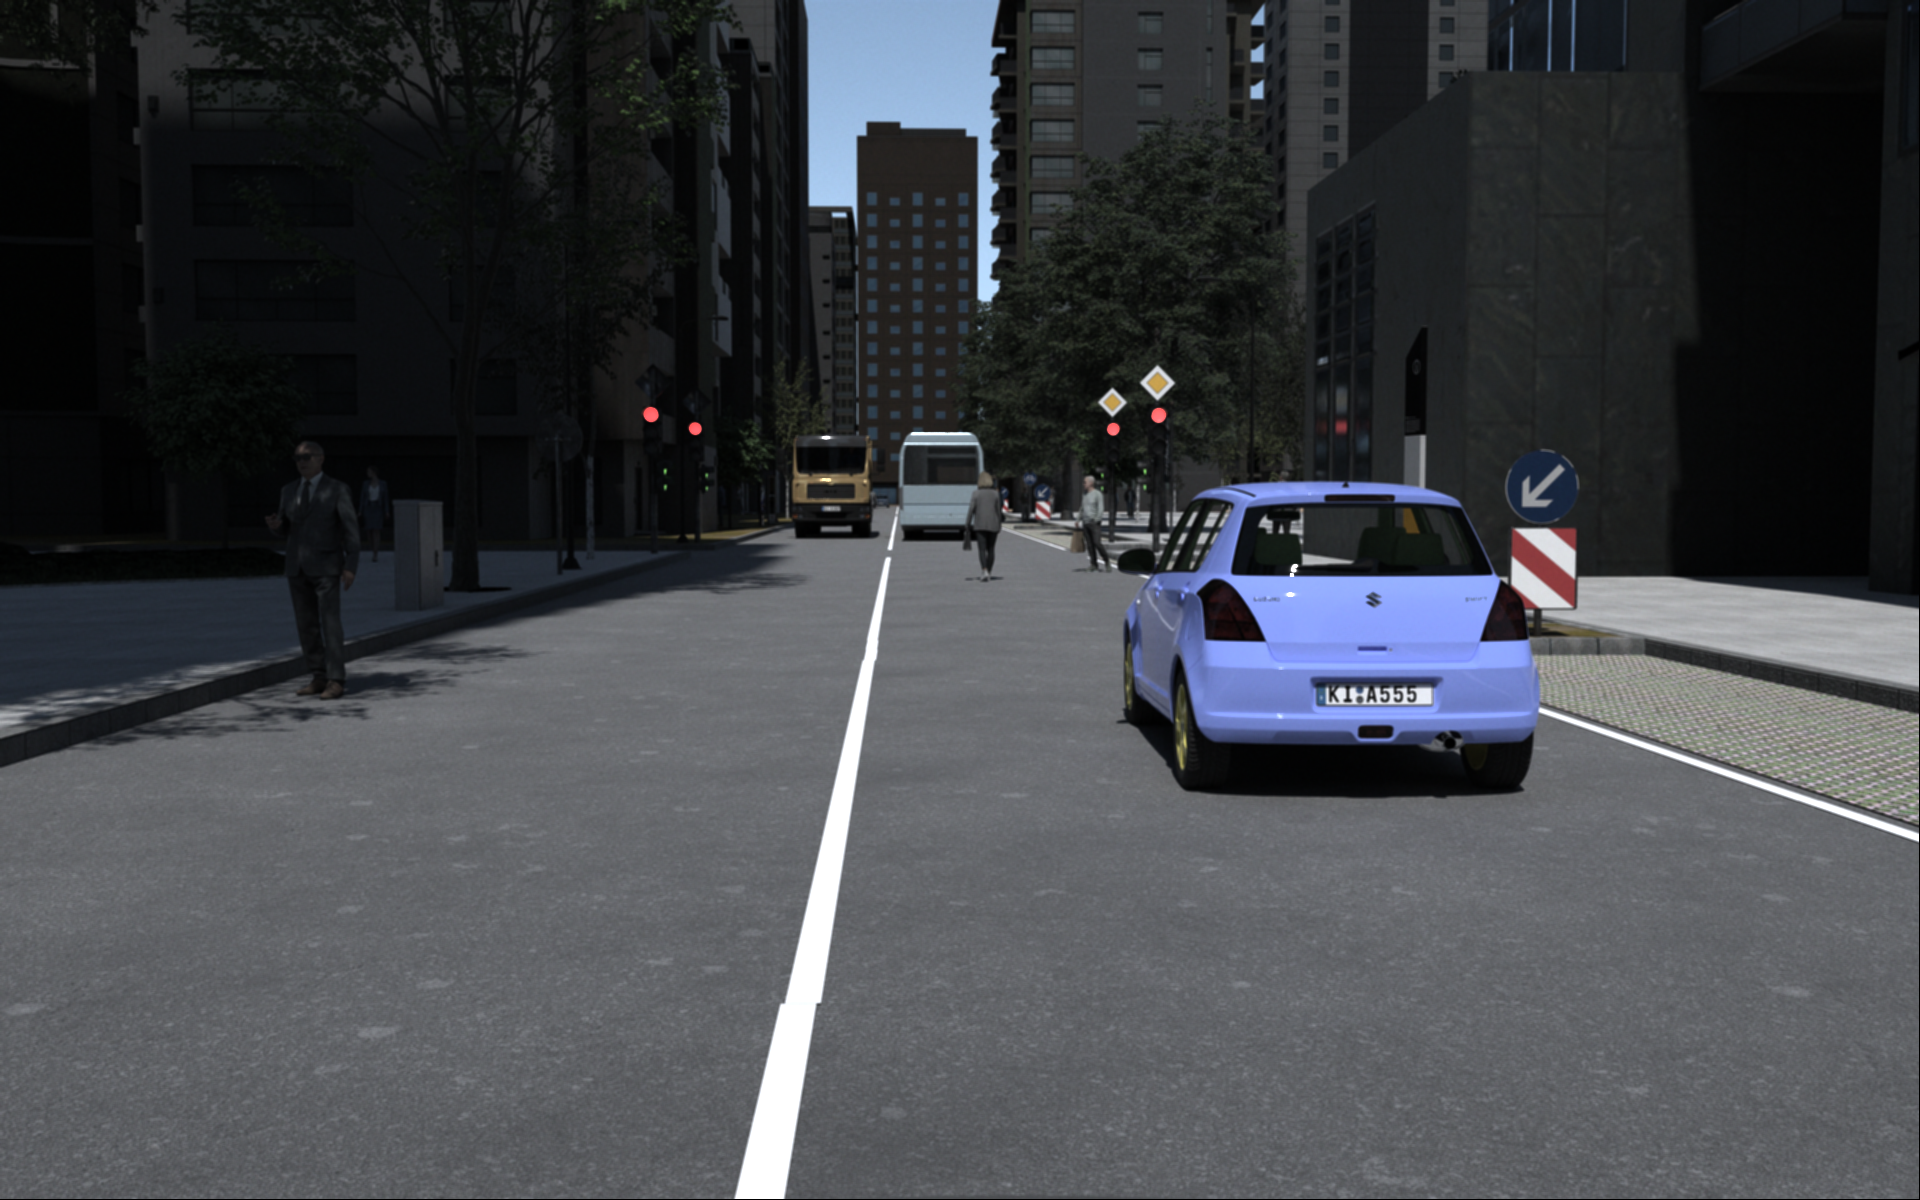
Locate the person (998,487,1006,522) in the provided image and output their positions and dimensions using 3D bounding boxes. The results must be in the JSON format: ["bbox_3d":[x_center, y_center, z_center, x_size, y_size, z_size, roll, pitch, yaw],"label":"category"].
[{"bbox_3d":[2.093,-4.793,87.204,0.444,1.785,0.601,1,4,18],"label":"person"}]

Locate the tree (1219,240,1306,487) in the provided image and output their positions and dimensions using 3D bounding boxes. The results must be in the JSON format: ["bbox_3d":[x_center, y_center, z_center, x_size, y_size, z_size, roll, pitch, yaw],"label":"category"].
[{"bbox_3d":[9.564,-6.009,48.610,4.360,8.622,3.978,0,3,0],"label":"tree"}]

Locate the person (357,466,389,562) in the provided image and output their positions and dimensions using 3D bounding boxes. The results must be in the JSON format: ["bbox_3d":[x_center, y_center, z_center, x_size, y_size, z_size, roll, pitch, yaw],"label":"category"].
[{"bbox_3d":[-11.128,-1.645,32.957,0.581,1.822,0.654,0,4,2],"label":"person"}]

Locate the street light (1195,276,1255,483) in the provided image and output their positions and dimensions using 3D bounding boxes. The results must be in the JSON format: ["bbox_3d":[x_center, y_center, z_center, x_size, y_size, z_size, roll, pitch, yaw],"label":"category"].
[{"bbox_3d":[5.716,-3.948,37.095,1.470,5.913,1.316,0,4,-2],"label":"street light"}]

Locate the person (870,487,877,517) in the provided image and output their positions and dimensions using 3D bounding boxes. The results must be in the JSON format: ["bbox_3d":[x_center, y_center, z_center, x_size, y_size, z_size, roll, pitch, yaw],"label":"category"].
[{"bbox_3d":[-4.621,-4.921,89.075,0.709,1.813,0.853,-1,4,-19],"label":"person"}]

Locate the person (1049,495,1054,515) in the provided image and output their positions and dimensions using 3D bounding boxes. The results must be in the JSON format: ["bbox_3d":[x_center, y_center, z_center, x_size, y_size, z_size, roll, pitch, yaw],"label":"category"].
[{"bbox_3d":[5.586,-5.826,105.989,0.332,1.250,0.352,0,4,1],"label":"person"}]

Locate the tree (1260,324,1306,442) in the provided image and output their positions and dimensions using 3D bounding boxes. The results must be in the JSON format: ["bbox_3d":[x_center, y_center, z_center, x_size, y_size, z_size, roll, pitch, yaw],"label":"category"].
[{"bbox_3d":[21.936,-10.978,105.242,9.928,11.665,9.643,0,3,0],"label":"tree"}]

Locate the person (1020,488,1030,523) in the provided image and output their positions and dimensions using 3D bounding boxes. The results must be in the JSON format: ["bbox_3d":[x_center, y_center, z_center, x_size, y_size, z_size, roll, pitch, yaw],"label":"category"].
[{"bbox_3d":[3.234,-4.706,85.992,0.519,1.759,0.362,-2,4,-29],"label":"person"}]

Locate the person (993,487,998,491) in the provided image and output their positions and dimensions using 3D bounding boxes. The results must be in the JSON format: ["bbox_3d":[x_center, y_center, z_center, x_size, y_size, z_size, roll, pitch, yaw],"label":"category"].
[{"bbox_3d":[1.330,-3.664,69.245,0.643,1.720,0.563,-2,4,-24],"label":"person"}]

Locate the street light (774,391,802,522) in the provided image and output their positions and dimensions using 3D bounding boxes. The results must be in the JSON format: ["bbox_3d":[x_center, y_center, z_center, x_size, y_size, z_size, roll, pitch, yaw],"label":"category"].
[{"bbox_3d":[-7.812,-6.458,78.127,1.470,5.913,1.316,0,4,-2],"label":"street light"}]

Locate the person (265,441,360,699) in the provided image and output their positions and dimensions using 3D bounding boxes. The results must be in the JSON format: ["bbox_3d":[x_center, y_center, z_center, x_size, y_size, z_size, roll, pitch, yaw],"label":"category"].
[{"bbox_3d":[-4.585,-0.216,12.215,0.661,1.801,0.590,1,4,9],"label":"person"}]

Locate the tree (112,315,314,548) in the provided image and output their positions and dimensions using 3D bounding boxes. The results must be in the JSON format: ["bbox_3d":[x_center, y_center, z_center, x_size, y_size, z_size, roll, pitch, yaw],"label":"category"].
[{"bbox_3d":[-13.698,-2.950,31.949,4.285,4.588,4.351,0,3,0],"label":"tree"}]

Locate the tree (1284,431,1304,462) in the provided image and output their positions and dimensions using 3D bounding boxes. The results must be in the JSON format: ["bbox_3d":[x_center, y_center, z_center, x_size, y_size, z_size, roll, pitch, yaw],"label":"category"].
[{"bbox_3d":[25.268,-11.125,116.301,8.767,10.594,7.601,-2,4,-26],"label":"tree"}]

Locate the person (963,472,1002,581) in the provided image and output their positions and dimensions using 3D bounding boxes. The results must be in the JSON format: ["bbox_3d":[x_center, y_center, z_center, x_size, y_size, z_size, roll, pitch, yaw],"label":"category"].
[{"bbox_3d":[0.349,-1.216,28.564,0.709,1.800,0.728,0,4,-7],"label":"person"}]

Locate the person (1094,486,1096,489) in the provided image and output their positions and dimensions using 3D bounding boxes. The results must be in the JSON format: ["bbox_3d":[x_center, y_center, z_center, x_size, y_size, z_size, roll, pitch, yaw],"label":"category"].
[{"bbox_3d":[8.246,-6.185,107.510,0.599,1.781,0.374,1,4,12],"label":"person"}]

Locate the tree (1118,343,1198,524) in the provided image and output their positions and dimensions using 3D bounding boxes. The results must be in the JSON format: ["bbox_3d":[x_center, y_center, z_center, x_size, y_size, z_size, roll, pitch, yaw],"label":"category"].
[{"bbox_3d":[7.983,-7.636,75.209,4.360,8.622,3.978,0,3,0],"label":"tree"}]

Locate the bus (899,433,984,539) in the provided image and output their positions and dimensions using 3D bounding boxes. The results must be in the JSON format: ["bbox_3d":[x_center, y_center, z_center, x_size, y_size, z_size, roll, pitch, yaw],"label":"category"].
[{"bbox_3d":[-0.627,-3.916,58.885,2.948,3.499,13.247,0,4,-1],"label":"bus"}]

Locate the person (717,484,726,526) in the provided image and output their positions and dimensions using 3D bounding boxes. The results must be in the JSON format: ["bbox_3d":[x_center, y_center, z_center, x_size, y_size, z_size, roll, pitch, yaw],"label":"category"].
[{"bbox_3d":[-9.529,-3.832,68.886,0.419,1.800,0.721,0,4,3],"label":"person"}]

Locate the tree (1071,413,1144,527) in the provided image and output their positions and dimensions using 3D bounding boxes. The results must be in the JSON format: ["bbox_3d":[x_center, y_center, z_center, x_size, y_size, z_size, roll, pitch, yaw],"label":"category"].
[{"bbox_3d":[5.922,-5.106,67.204,4.285,4.588,4.351,0,3,0],"label":"tree"}]

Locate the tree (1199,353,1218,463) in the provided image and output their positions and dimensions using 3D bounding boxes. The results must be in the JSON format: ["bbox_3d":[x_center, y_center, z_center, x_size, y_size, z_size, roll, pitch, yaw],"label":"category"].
[{"bbox_3d":[13.396,-8.412,87.893,4.360,8.622,3.978,0,3,0],"label":"tree"}]

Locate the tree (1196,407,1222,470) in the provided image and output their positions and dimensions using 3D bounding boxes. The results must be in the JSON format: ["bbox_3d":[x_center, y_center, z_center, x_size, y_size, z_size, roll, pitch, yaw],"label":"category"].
[{"bbox_3d":[17.360,-9.941,112.902,4.737,8.622,4.395,0,3,0],"label":"tree"}]

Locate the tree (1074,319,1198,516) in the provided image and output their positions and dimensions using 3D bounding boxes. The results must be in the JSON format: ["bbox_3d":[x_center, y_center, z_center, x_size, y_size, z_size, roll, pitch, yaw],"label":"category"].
[{"bbox_3d":[9.999,-10.660,100.042,9.928,11.665,9.643,0,3,0],"label":"tree"}]

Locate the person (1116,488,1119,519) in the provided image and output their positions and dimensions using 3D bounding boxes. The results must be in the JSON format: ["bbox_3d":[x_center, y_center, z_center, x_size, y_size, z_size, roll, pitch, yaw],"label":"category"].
[{"bbox_3d":[7.867,-4.907,88.077,0.330,1.601,0.589,-3,4,-36],"label":"person"}]

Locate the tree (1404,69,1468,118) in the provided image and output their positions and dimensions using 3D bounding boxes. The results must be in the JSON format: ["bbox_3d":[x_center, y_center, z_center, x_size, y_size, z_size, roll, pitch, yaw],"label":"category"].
[{"bbox_3d":[25.427,-13.156,70.990,12.611,20.169,13.585,0,3,0],"label":"tree"}]

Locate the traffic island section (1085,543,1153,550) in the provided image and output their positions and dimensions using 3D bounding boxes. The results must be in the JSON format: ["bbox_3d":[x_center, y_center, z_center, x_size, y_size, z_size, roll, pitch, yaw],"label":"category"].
[{"bbox_3d":[4.029,-1.440,45.818,2.009,0.180,2.903,0,4,-2],"label":"traffic island section"}]

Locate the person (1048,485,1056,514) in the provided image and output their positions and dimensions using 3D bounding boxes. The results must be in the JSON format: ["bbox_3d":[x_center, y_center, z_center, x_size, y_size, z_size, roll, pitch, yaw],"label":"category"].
[{"bbox_3d":[5.839,-6.431,110.989,0.655,1.846,0.447,1,4,10],"label":"person"}]

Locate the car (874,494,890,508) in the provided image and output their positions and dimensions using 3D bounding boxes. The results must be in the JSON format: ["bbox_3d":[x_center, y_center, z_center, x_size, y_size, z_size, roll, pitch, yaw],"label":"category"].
[{"bbox_3d":[-8.363,-10.475,183.273,2.014,1.417,4.499,0,4,-1],"label":"car"}]

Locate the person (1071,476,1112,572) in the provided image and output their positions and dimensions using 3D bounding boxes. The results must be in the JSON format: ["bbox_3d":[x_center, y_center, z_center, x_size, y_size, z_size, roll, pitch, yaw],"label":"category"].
[{"bbox_3d":[2.405,-1.403,31.926,0.515,1.767,0.782,-3,4,-37],"label":"person"}]

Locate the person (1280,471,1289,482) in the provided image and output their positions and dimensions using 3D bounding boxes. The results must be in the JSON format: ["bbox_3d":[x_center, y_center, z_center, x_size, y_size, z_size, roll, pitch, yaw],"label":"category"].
[{"bbox_3d":[6.946,-1.891,37.354,0.661,1.777,0.834,0,4,-3],"label":"person"}]

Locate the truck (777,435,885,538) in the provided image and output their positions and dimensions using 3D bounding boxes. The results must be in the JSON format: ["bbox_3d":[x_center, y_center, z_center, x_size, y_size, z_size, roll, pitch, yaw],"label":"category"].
[{"bbox_3d":[-4.310,-3.874,59.267,3.469,3.379,9.791,0,4,-3],"label":"truck"}]

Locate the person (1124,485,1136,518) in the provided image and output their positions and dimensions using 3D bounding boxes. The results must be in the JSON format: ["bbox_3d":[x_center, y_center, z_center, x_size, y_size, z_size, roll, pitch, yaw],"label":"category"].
[{"bbox_3d":[8.936,-5.174,90.980,0.623,1.781,0.721,-1,4,-12],"label":"person"}]

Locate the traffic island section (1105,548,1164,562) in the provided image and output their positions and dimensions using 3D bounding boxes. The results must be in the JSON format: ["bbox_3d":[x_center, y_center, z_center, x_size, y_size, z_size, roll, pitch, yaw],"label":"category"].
[{"bbox_3d":[4.304,-0.951,37.837,2.009,0.180,2.903,0,4,-2],"label":"traffic island section"}]

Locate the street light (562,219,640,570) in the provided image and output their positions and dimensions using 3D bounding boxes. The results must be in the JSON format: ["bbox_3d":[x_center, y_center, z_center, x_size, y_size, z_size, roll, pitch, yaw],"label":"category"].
[{"bbox_3d":[-6.097,-3.476,29.373,1.470,5.913,1.316,0,4,-2],"label":"street light"}]

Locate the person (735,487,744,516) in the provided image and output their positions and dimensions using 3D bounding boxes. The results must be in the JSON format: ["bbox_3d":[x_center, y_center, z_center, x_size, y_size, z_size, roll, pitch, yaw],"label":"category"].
[{"bbox_3d":[-12.639,-5.685,99.266,0.520,1.790,0.573,-1,4,-15],"label":"person"}]

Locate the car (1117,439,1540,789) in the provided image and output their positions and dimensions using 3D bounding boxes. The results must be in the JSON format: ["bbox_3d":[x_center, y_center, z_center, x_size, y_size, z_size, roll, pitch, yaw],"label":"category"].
[{"bbox_3d":[1.889,-0.008,9.726,1.945,1.707,3.694,0,4,-1],"label":"car"}]

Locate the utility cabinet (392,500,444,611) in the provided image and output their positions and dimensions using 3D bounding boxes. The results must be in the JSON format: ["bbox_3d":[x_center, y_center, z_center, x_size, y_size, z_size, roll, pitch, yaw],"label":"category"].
[{"bbox_3d":[-6.065,-0.507,19.455,0.306,1.237,1.020,0,4,-2],"label":"utility cabinet"}]

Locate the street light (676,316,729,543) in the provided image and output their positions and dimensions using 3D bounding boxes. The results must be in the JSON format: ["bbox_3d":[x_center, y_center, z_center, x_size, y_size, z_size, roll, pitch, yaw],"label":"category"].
[{"bbox_3d":[-6.721,-4.445,45.211,1.470,5.913,1.316,0,4,-2],"label":"street light"}]
